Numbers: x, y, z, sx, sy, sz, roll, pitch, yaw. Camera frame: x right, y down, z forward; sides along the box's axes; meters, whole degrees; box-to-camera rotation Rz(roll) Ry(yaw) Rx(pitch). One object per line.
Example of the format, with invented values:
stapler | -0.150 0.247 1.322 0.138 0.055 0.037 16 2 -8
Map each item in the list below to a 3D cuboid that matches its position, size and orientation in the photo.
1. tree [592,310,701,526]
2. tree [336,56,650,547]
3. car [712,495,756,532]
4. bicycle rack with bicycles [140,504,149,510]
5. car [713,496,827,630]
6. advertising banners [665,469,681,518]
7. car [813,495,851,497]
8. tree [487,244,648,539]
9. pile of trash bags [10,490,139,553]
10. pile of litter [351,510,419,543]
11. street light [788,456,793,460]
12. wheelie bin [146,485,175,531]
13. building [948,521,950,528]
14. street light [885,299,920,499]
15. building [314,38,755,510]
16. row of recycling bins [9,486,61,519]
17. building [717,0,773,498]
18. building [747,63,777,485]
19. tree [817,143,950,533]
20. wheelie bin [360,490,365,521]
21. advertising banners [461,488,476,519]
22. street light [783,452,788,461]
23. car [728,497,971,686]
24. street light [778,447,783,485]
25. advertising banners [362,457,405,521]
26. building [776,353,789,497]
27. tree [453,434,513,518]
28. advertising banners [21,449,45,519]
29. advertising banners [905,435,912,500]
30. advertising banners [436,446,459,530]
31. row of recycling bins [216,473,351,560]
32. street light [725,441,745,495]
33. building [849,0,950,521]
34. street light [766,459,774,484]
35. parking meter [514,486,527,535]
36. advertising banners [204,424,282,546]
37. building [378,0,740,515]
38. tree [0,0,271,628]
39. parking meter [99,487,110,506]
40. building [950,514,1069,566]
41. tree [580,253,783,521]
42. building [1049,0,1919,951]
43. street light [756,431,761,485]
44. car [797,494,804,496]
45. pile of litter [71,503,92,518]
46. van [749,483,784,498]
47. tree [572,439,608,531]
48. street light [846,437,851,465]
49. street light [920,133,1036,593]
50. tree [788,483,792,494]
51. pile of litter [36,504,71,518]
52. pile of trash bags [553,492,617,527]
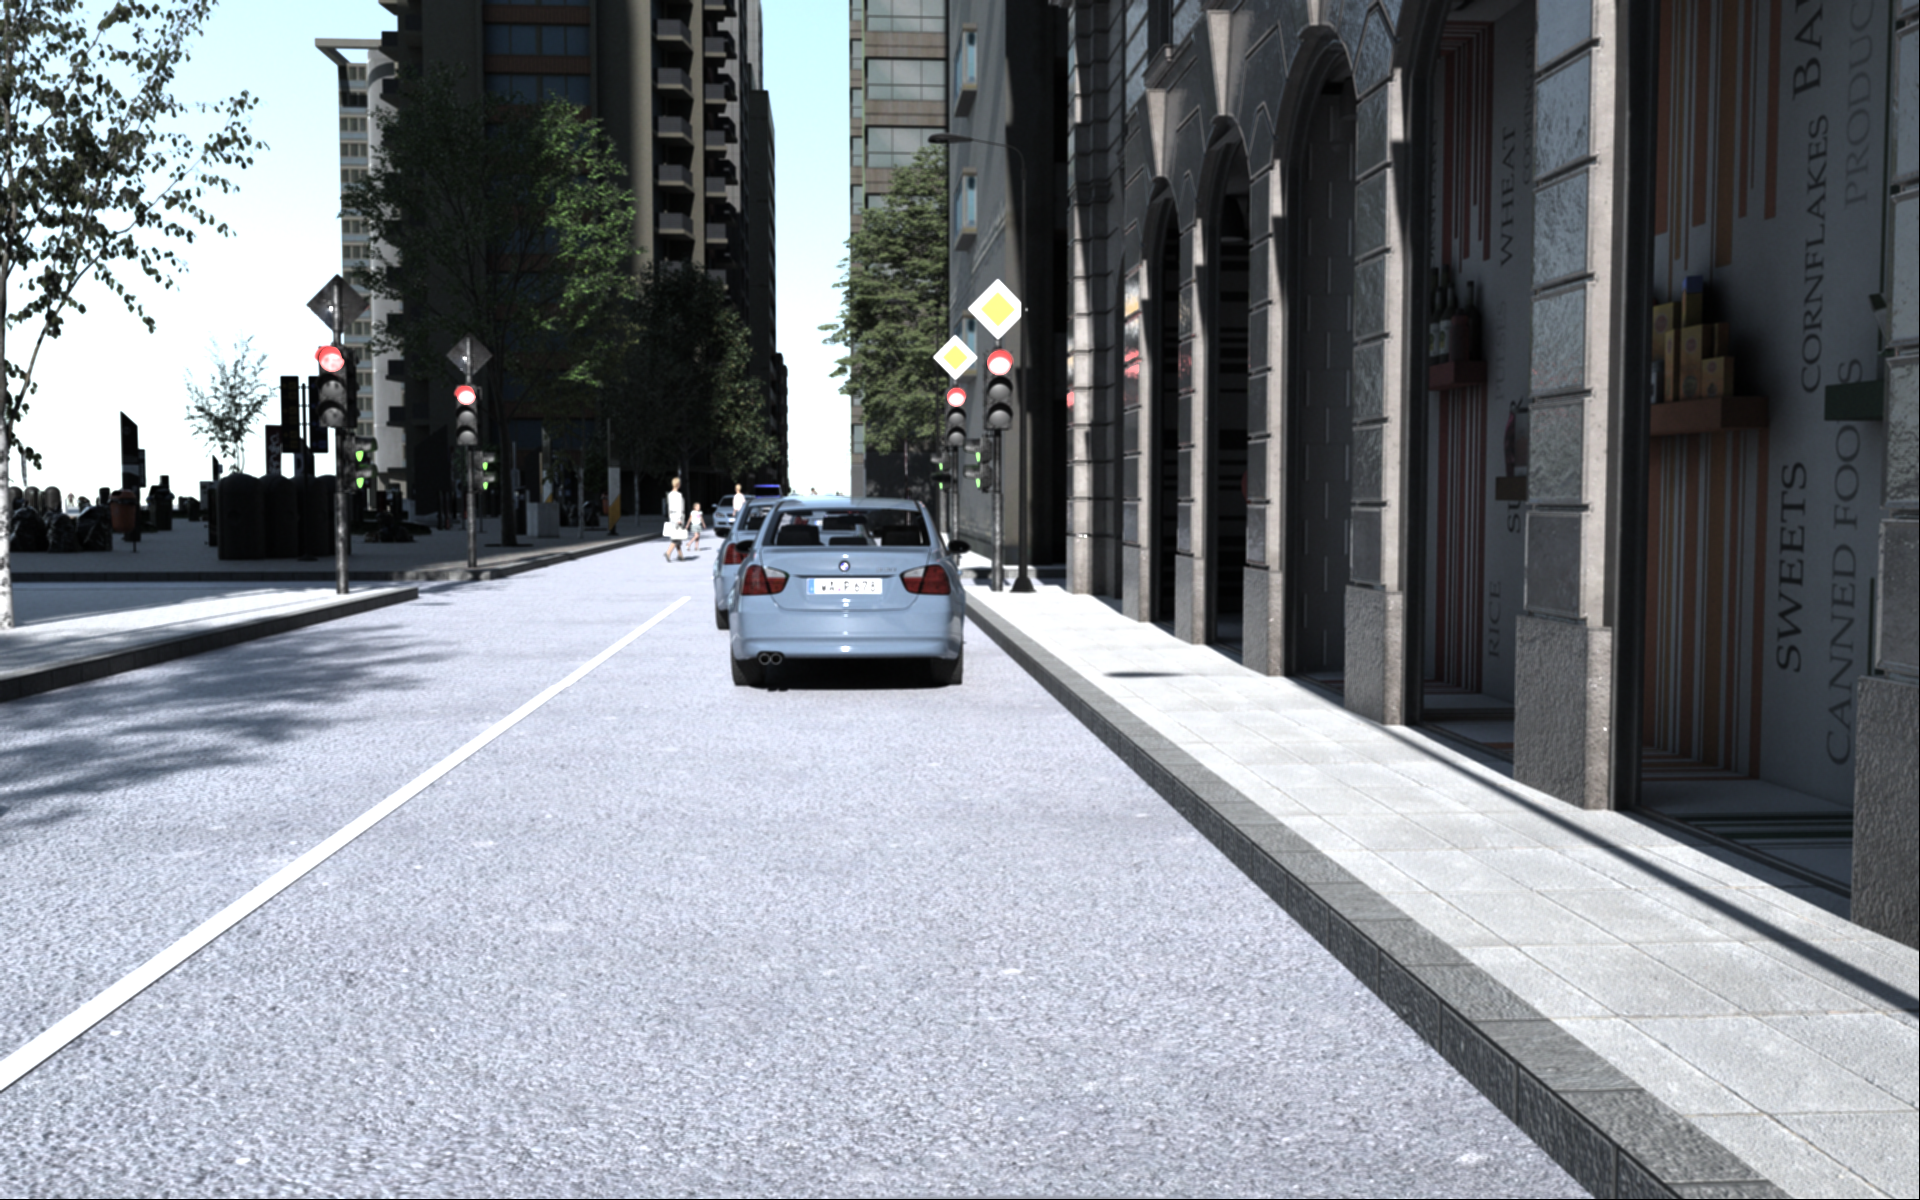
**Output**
tree | -12.751 -7.256 68.997 4.360 8.622 3.978 0 3 0
tree | -11.221 -7.123 42.209 9.928 11.665 9.643 0 3 0
car | -8.615 -3.394 67.493 2.014 1.417 4.499 0 4 -4
bicycle rack with bicycles | -43.795 -4.893 93.378 2.925 0.926 2.852 1 4 9
car | -1.799 -0.467 19.642 2.014 1.417 4.499 0 4 -4
advertising banners | -15.425 -5.939 93.295 0.090 3.025 2.074 -2 4 -35
car | -3.132 -1.778 41.068 2.014 1.417 4.499 0 4 -3
tree | -11.143 -6.073 49.648 4.737 8.622 4.395 0 3 0
pile of trash bags | -19.563 -1.760 38.526 3.447 1.369 1.912 2 4 25
pile of litter | -15.337 -1.965 46.098 1.719 0.858 1.176 -1 4 -10
street light | -21.451 -14.567 210.717 1.470 5.913 1.316 0 4 -4
wheelie bin | -28.154 -3.253 61.091 0.693 1.594 0.980 3 5 41
building | 2.934 -23.751 71.928 14.154 41.232 14.086 0 4 -4
street light | -1.078 -4.215 41.459 1.470 5.913 1.316 0 4 -4
building | -33.638 -27.661 144.139 32.217 40.220 23.993 0 4 -4
row of recycling bins | -48.330 -5.038 89.483 3.534 1.692 1.069 -1 4 -8
building | -36.267 -49.544 248.302 20.563 71.187 20.611 0 4 -4
building | -32.164 -35.169 198.721 21.300 48.544 21.600 0 4 -4
tree | -0.947 -8.481 56.785 7.486 12.596 7.792 0 3 0
wheelie bin | -27.466 -4.332 78.732 0.693 1.594 0.980 -3 5 -44
advertising banners | -25.240 -5.634 88.307 2.074 3.025 0.090 1 4 14
street light | -19.841 -13.270 189.505 1.470 5.913 1.316 0 4 -4
car | -0.892 -0.139 14.270 2.014 1.417 4.499 0 4 -2
street light | -18.505 -12.118 170.662 1.470 5.913 1.316 0 4 -4
advertising banners | -27.540 -5.280 82.513 2.074 3.025 0.090 -2 4 -35
building | -36.584 -23.241 225.022 27.650 21.520 28.899 0 4 -4
tree | -25.831 -6.729 93.730 4.285 4.588 4.351 0 3 0
advertising banners | -35.839 -4.328 66.946 2.074 3.025 0.090 3 5 41
advertising banners | -1.503 -3.312 50.346 0.090 3.025 2.074 0 4 -5
advertising banners | -18.483 -4.045 62.319 0.090 3.025 2.074 0 4 1
row of recycling bins | -13.661 -1.721 35.258 1.069 1.692 3.534 1 4 17
street light | -13.947 -8.230 107.105 1.470 5.913 1.316 0 4 -4
building | 0.716 -25.385 98.642 14.154 41.232 14.086 0 4 -4
street light | -17.007 -10.822 149.475 1.470 5.913 1.316 0 4 -4
parking meter | -13.874 -2.827 54.626 0.372 1.533 0.369 0 3 0
advertising banners | -17.753 -2.867 43.067 0.090 3.025 2.074 3 5 44
building | -26.674 -28.344 118.052 22.147 44.769 28.867 0 4 -4
tree | -8.995 -4.046 16.520 4.360 8.622 3.978 0 3 0
parking meter | -31.559 -3.396 63.934 0.372 1.533 0.369 0 3 0
building | 10.508 -25.519 40.943 21.600 48.544 21.300 0 4 -4
tree | -13.258 -10.125 82.557 9.611 12.733 9.660 0 3 0
building | 8.075 -10.349 11.012 13.314 21.916 24.055 0 4 -4
street light | -15.415 -9.526 128.294 1.470 5.913 1.316 0 4 -4
car | -16.360 -10.075 174.952 2.015 1.641 3.980 0 4 -4
pile of litter | -43.933 -4.448 86.694 1.176 0.858 1.719 -2 4 -32
van | -12.435 -6.563 111.693 2.240 2.365 5.245 0 4 -5
tree | -12.905 -4.085 61.399 1.663 3.219 1.824 0 3 0
street light | -8.172 -10.191 139.161 1.470 5.913 1.316 0 4 -4
street light | 0.284 -3.055 22.484 1.470 5.913 1.316 0 4 -4
tree | -26.364 -16.444 263.459 1.663 3.219 1.824 0 3 0
pile of litter | -41.573 -3.944 78.450 1.719 0.858 1.176 0 4 1
pile of trash bags | -14.774 -3.575 68.212 3.447 1.369 1.912 2 4 35
